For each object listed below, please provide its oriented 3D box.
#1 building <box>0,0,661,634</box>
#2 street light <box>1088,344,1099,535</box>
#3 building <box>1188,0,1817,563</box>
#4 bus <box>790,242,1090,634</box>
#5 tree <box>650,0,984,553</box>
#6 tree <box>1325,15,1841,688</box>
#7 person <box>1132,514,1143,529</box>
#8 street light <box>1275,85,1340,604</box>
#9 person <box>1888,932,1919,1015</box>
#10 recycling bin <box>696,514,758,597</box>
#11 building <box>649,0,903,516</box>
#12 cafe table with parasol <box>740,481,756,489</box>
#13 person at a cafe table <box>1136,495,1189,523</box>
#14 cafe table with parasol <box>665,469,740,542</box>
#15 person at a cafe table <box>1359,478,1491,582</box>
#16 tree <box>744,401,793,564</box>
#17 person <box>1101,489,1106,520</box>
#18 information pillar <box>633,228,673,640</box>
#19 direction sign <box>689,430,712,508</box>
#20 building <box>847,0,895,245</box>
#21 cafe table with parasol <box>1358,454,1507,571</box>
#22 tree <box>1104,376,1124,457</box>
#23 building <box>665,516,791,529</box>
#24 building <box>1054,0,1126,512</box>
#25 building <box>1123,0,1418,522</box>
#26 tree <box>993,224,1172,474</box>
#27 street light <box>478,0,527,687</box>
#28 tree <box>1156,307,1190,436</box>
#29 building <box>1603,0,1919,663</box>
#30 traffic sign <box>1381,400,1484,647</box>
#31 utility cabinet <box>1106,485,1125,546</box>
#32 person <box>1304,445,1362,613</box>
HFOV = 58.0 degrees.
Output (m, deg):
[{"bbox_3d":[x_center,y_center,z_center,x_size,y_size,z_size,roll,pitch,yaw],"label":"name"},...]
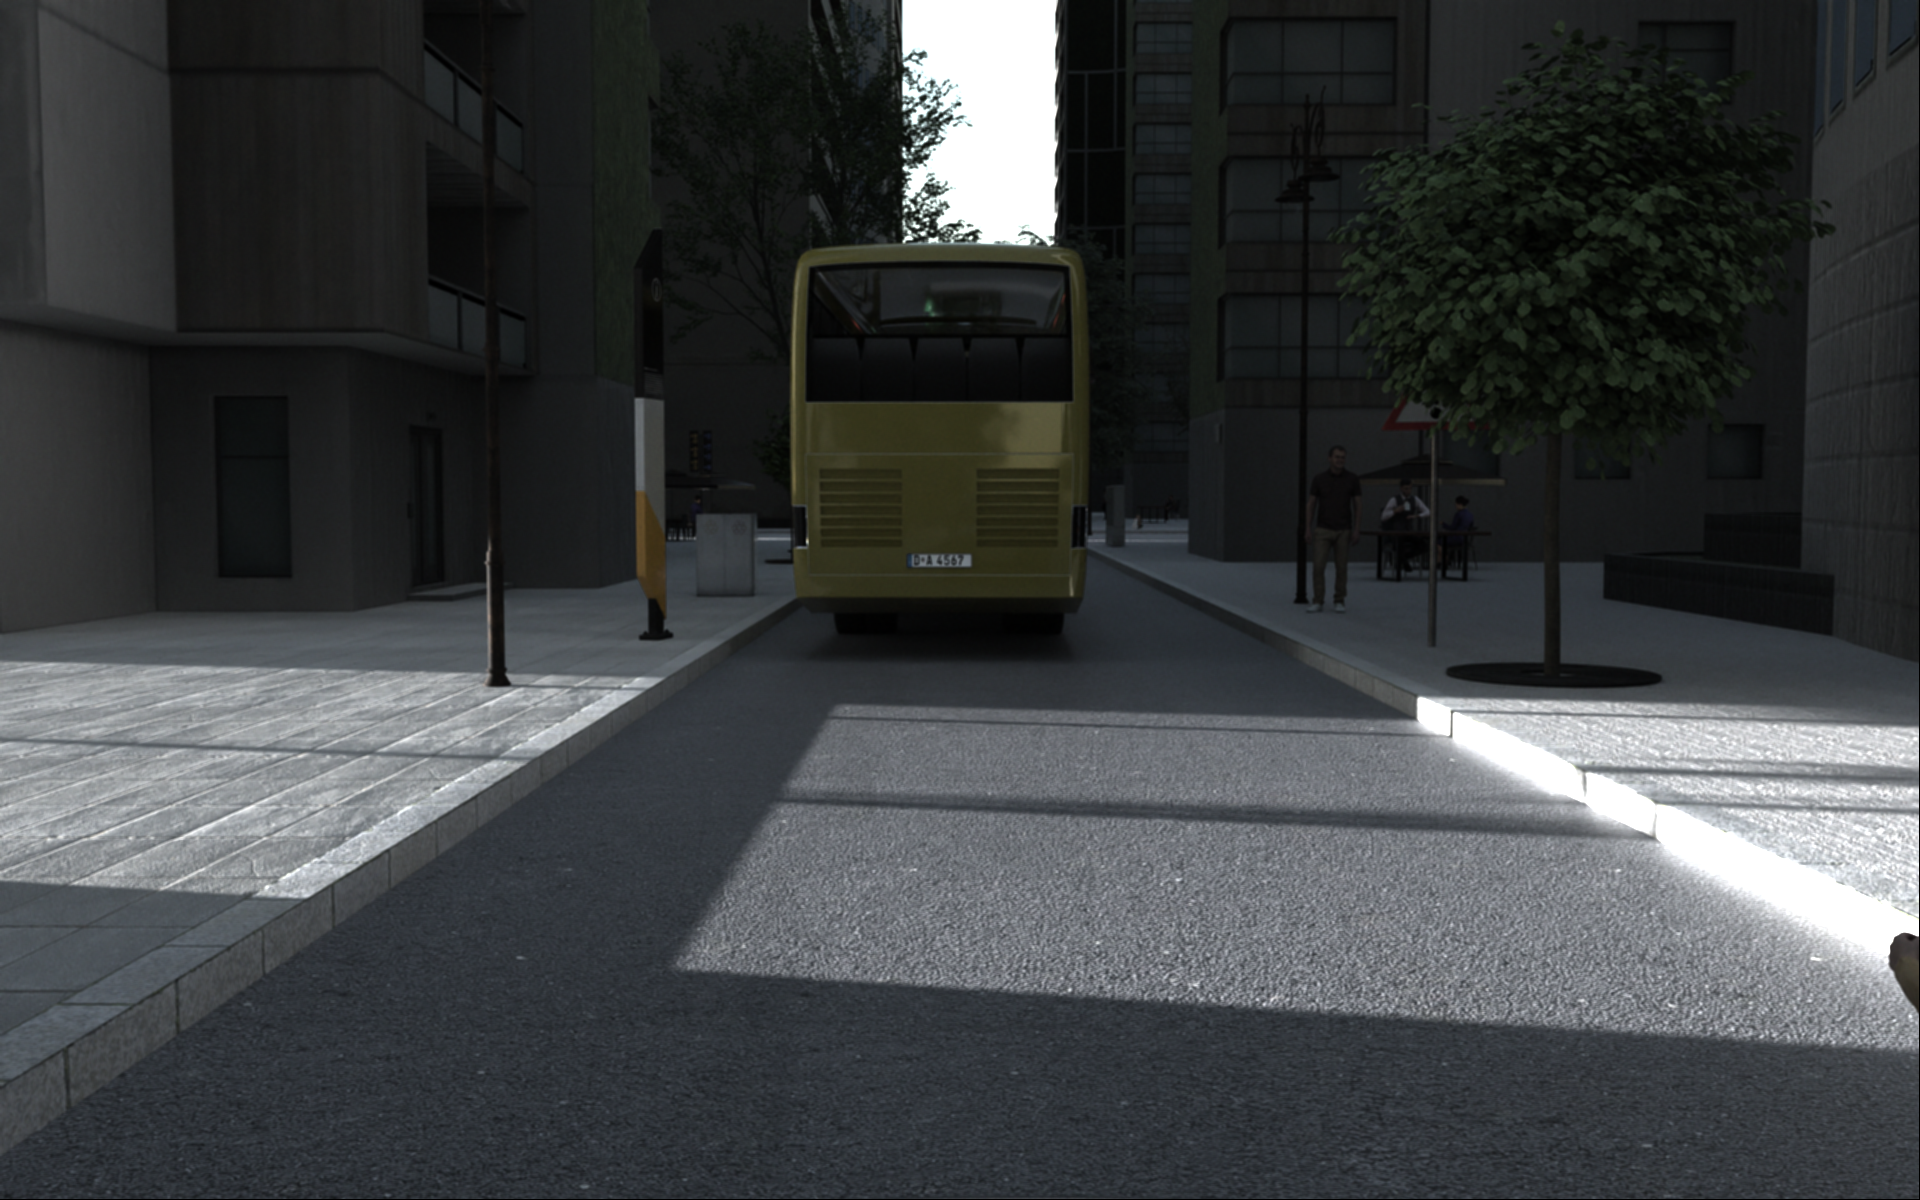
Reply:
[{"bbox_3d":[-11.921,-20.611,20.582,14.154,41.232,14.086,0,4,0],"label":"building"},{"bbox_3d":[4.028,-4.943,53.613,0.468,5.910,1.993,0,4,0],"label":"street light"},{"bbox_3d":[11.986,-21.681,38.082,14.154,41.232,14.086,0,4,0],"label":"building"},{"bbox_3d":[-0.053,-1.776,20.588,2.896,3.916,12.252,0,4,1],"label":"bus"},{"bbox_3d":[-3.278,-6.854,37.816,9.928,11.665,9.643,0,3,0],"label":"tree"},{"bbox_3d":[4.242,-1.732,12.031,4.285,4.588,4.351,0,3,0],"label":"tree"},{"bbox_3d":[6.498,-2.869,63.434,0.357,0.543,0.381,-2,4,-35],"label":"person"},{"bbox_3d":[4.011,-2.898,20.178,0.468,5.910,1.993,0,4,0],"label":"street light"},{"bbox_3d":[1.733,0.830,2.848,0.347,0.859,0.695,1,4,15],"label":"person"},{"bbox_3d":[-2.954,-0.577,21.987,0.722,1.027,0.722,0,4,-3],"label":"recycling bin"},{"bbox_3d":[-15.120,-30.606,124.115,21.300,48.544,21.600,0,4,0],"label":"building"},{"bbox_3d":[-7.506,-2.901,52.294,2.610,1.966,2.610,0,4,5],"label":"cafe table with parasol"},{"bbox_3d":[8.954,-4.046,77.017,1.726,1.238,1.698,-1,4,-14],"label":"person at a cafe table"},{"bbox_3d":[-7.906,-2.610,47.545,2.610,1.966,2.610,2,4,23],"label":"cafe table with parasol"},{"bbox_3d":[6.811,-1.070,26.007,1.698,1.524,1.622,-1,4,-9],"label":"person at a cafe table"},{"bbox_3d":[-2.998,-2.300,32.207,1.663,3.219,1.824,0,3,0],"label":"tree"},{"bbox_3d":[7.346,-4.796,86.674,0.590,1.554,0.614,-2,4,-24],"label":"person"},{"bbox_3d":[-2.709,-1.456,15.161,0.183,3.616,0.504,1,4,12],"label":"information pillar"},{"bbox_3d":[-9.225,-4.263,61.693,0.876,3.537,0.379,1,4,19],"label":"direction sign"},{"bbox_3d":[-14.766,-34.020,98.232,21.231,58.520,28.212,0,4,0],"label":"building"},{"bbox_3d":[7.966,-1.513,29.596,2.610,1.966,2.610,1,4,18],"label":"cafe table with parasol"},{"bbox_3d":[10.696,-9.507,105.798,4.737,8.622,4.395,0,3,0],"label":"tree"},{"bbox_3d":[-16.145,-27.505,73.412,21.300,48.544,21.600,0,4,0],"label":"building"},{"bbox_3d":[15.346,-42.046,125.708,20.563,71.187,20.611,0,4,0],"label":"building"},{"bbox_3d":[15.926,-25.153,94.839,14.154,41.232,14.086,0,4,0],"label":"building"},{"bbox_3d":[4.859,-10.712,81.793,9.857,13.997,8.962,0,3,0],"label":"tree"},{"bbox_3d":[-3.103,-2.363,11.430,0.468,5.910,1.993,0,4,0],"label":"street light"},{"bbox_3d":[9.486,-7.193,67.969,4.360,8.622,3.978,0,3,0],"label":"tree"},{"bbox_3d":[17.484,-28.529,8.441,21.231,58.520,28.212,0,4,0],"label":"building"},{"bbox_3d":[3.966,-0.886,14.484,0.884,2.594,0.081,0,4,7],"label":"traffic sign"},{"bbox_3d":[3.816,-2.079,42.676,0.318,1.500,1.173,0,4,-4],"label":"utility cabinet"},{"bbox_3d":[4.035,-0.771,18.779,0.598,1.807,0.434,2,4,27],"label":"person"}]
